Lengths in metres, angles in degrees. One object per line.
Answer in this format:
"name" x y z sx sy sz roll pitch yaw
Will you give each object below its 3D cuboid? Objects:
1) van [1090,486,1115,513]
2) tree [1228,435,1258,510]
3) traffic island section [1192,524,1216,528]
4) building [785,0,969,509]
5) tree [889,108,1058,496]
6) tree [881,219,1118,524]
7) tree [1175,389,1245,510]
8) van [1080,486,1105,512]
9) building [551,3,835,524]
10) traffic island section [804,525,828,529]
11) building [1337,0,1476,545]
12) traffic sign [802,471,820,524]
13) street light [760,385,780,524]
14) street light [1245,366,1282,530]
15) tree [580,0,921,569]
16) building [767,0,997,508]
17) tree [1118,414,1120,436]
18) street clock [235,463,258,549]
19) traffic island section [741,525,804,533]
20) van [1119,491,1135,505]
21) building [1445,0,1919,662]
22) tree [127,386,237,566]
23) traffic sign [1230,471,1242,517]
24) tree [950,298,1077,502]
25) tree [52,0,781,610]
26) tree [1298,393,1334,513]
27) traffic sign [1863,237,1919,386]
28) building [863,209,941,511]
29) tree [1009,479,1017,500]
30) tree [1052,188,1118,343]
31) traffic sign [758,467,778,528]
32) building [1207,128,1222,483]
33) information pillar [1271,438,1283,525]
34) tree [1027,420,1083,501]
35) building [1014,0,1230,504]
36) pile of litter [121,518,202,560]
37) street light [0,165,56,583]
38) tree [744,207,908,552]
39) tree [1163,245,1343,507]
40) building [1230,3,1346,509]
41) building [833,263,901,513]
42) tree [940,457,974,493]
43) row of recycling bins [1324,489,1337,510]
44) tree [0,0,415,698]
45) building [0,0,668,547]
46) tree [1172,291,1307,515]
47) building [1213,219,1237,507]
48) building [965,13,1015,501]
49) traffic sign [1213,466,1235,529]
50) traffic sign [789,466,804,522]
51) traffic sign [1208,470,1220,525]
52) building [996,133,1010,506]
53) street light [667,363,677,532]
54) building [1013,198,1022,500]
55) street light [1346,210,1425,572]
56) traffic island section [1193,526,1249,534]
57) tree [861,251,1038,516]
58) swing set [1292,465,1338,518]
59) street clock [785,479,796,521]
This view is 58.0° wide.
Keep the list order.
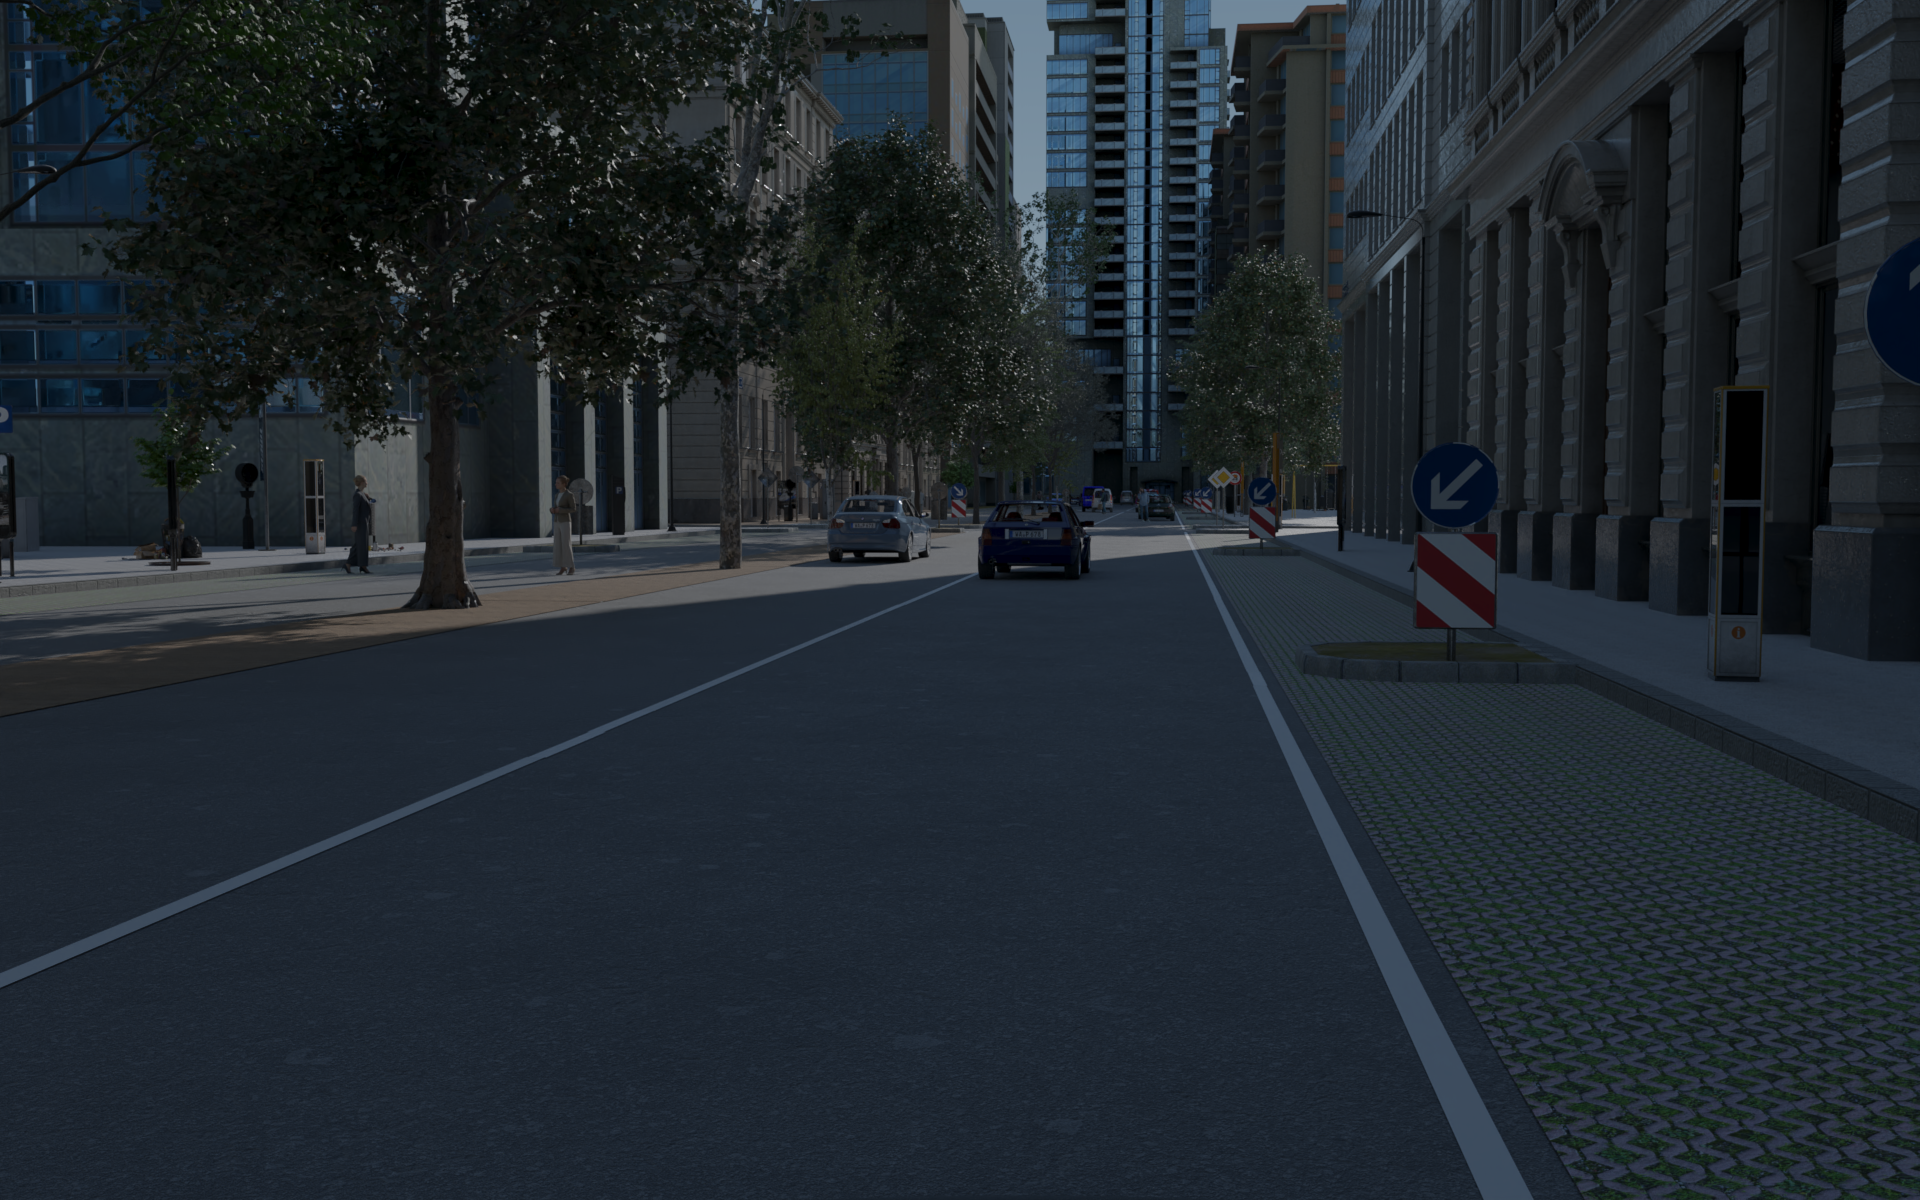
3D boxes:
"van" 11.164 -7.872 135.726 2.013 2.044 4.112 0 4 5
"tree" 20.593 -10.808 127.080 4.360 8.622 3.978 0 3 0
"traffic island section" 10.566 -2.986 71.109 2.009 0.180 2.903 0 4 7
"building" -6.854 -30.907 155.442 14.600 45.320 14.200 0 4 7
"tree" -2.006 -8.067 51.356 9.611 12.733 9.660 0 3 0
"tree" 0.740 -10.041 77.000 12.009 13.543 11.850 0 3 0
"tree" 21.737 -13.781 143.439 7.486 12.596 7.792 0 3 0
"van" 10.849 -8.326 140.518 2.240 2.365 5.245 0 4 5
"building" -14.159 -17.717 86.930 12.463 27.353 25.104 0 4 7
"traffic island section" -6.305 -3.110 73.121 2.009 0.180 2.903 0 4 7
"building" 17.095 -16.390 45.471 11.434 29.767 29.804 0 4 7
"traffic sign" -6.281 -4.246 73.056 0.795 2.450 0.064 0 4 7
"street light" -7.771 -6.147 73.051 1.470 5.913 1.316 0 4 7
"street light" 11.002 -5.517 62.749 1.470 5.913 1.316 0 4 7
"tree" -5.492 -10.713 33.507 12.611 20.169 13.585 0 3 0
"building" -7.946 -33.659 174.032 21.300 48.544 21.600 0 4 7
"tree" 4.829 -12.231 112.802 12.009 13.543 11.850 0 3 0
"street clock" -16.570 -2.184 40.281 0.358 2.002 0.471 2 4 31
"traffic island section" -7.252 -2.625 65.192 2.009 0.180 2.903 0 4 7
"van" 21.251 -13.062 220.571 2.013 2.044 4.112 0 4 6
"building" 12.814 -11.761 21.170 11.050 23.489 19.941 0 4 7
"tree" -14.248 -2.248 31.356 1.663 3.219 1.824 0 3 0
"traffic sign" 15.228 -5.864 95.977 0.768 2.556 0.104 0 4 8
"tree" 2.066 -10.283 88.705 7.486 12.596 7.792 0 3 0
"tree" -6.474 -6.247 21.598 9.611 12.733 9.660 0 3 0
"tree" 23.701 -10.128 115.952 4.360 8.622 3.978 0 3 0
"traffic sign" 4.804 -0.513 8.495 0.768 2.556 0.104 1 4 11
"building" -8.606 -20.439 131.440 12.463 27.353 25.104 0 4 7
"tree" 6.398 -12.692 202.111 1.663 3.219 1.824 0 3 0
"tree" 2.331 -14.781 100.007 12.611 20.169 13.585 0 3 0
"traffic sign" -7.228 -3.761 65.127 0.795 2.450 0.064 0 4 7
"building" 40.339 -33.587 203.778 22.147 44.769 28.867 0 4 7
"information pillar" 13.354 -4.987 72.890 0.504 3.616 0.183 -1 4 -13
"tree" 7.576 -11.084 134.042 4.737 8.622 4.395 0 3 0
"building" 23.961 -56.713 239.935 31.000 86.520 22.319 0 4 7
"pile of litter" -15.838 -1.250 34.400 1.176 0.858 1.719 3 5 41
"street light" -13.445 -3.187 24.655 1.470 5.913 1.316 0 4 7
"tree" -3.198 -5.479 42.406 4.737 8.622 4.395 0 3 0
"tree" 14.048 -9.953 79.742 9.611 12.733 9.660 0 3 0
"building" 36.114 -30.930 160.329 22.147 44.769 28.867 0 4 7
"building" -9.908 -14.945 108.986 10.561 19.102 19.286 0 4 7
"tree" -0.052 -9.908 145.716 4.285 4.588 4.351 0 3 0
"row of recycling bins" 30.447 -7.912 136.481 3.534 1.692 1.069 1 4 17
"tree" -7.221 -5.096 11.527 9.928 11.665 9.643 0 3 0
"building" -27.392 -45.183 51.416 31.000 86.520 22.319 0 4 7
"tree" 17.714 -12.223 106.506 9.857 13.997 8.962 0 3 0
"building" 33.825 -25.134 182.636 14.160 30.474 14.107 0 4 7
"building" -7.778 -41.043 213.054 28.212 58.520 21.231 0 4 7
"traffic sign" 9.595 -3.637 63.106 0.795 2.450 0.064 0 4 7
"traffic sign" -7.377 -4.780 78.256 0.768 2.556 0.104 1 4 10
"traffic sign" 10.542 -4.122 71.035 0.795 2.450 0.064 0 4 7
"building" -2.156 -31.065 191.502 14.154 41.232 14.086 0 4 7
"street light" -9.347 -5.300 59.201 1.470 5.913 1.316 0 4 7
"building" 1.089 -34.025 239.898 14.086 41.232 14.154 0 4 7
"street light" 7.021 -3.420 28.458 1.470 5.913 1.316 0 4 7
"traffic island section" 9.619 -2.502 63.180 2.009 0.180 2.903 0 4 7
"tree" -1.371 -7.537 60.097 8.767 10.594 7.601 0 4 7
"swing set" 19.264 -5.842 93.143 3.119 2.851 2.862 0 4 8
"street clock" -7.952 -4.684 81.153 0.471 2.002 0.358 -2 4 -24
